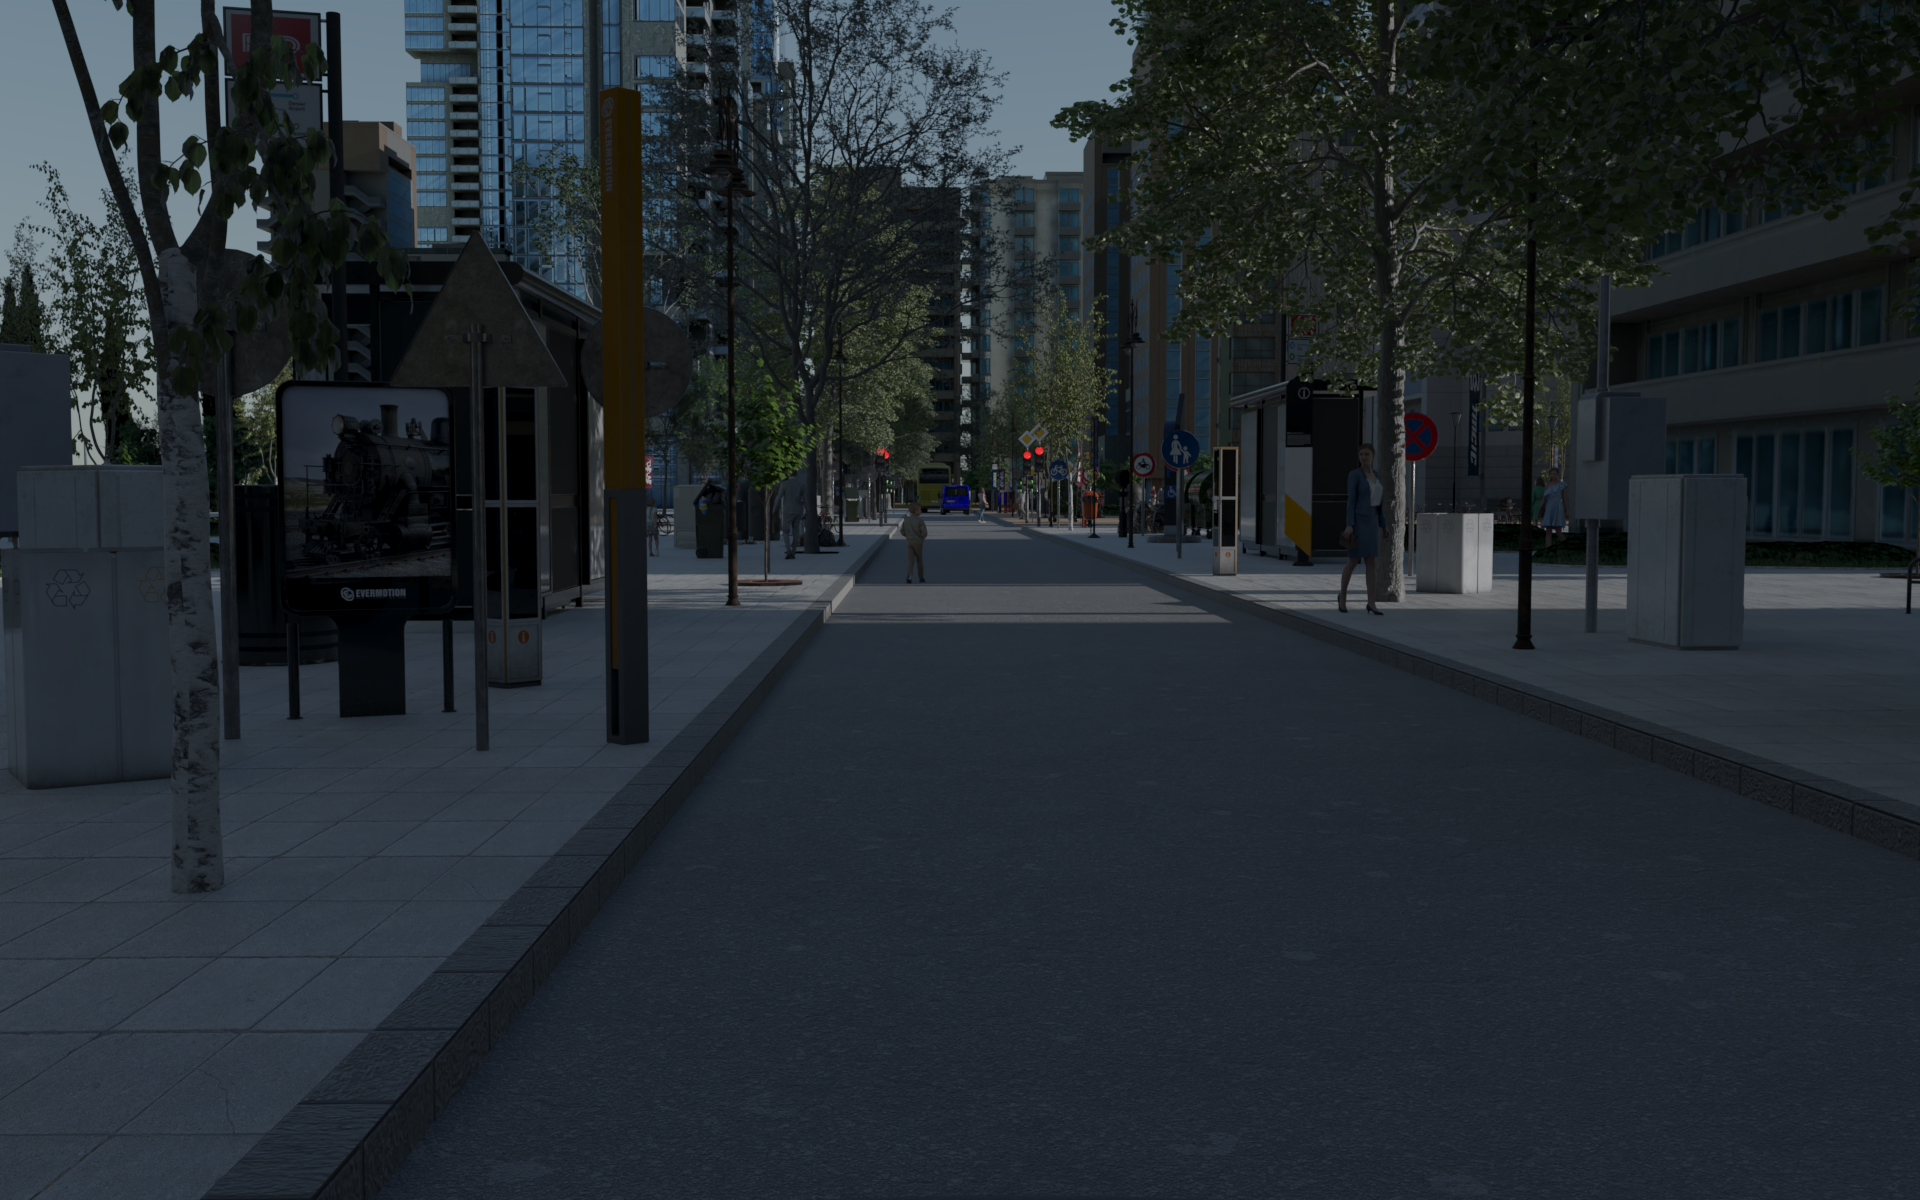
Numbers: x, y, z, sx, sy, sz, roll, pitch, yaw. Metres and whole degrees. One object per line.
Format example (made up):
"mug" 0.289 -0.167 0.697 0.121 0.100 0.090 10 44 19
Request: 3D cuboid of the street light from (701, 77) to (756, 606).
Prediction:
"street light" -2.616 -2.875 19.787 0.468 5.910 1.993 0 4 -1

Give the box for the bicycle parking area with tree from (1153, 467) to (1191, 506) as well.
"bicycle parking area with tree" 15.287 -7.374 107.570 9.016 4.147 8.231 3 5 39

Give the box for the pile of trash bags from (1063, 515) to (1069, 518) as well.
"pile of trash bags" 6.857 -5.023 91.882 1.912 1.369 3.447 2 4 27

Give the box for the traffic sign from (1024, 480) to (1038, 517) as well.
"traffic sign" 3.985 -5.897 96.423 0.884 2.594 0.081 0 4 3

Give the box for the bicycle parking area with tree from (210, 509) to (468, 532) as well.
"bicycle parking area with tree" -18.171 -3.603 45.908 8.231 4.147 9.016 1 4 14

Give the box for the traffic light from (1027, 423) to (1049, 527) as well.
"traffic light" 3.078 -4.838 68.020 0.839 4.253 0.868 0 4 -1

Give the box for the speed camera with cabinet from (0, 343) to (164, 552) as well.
"speed camera with cabinet" -5.408 -0.982 10.392 2.038 3.252 0.660 3 4 37

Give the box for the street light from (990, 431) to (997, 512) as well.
"street light" 2.374 -9.283 124.558 0.468 5.910 1.993 0 4 -1

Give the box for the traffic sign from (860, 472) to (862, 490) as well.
"traffic sign" -7.053 -9.014 141.255 2.265 3.308 0.079 0 4 0

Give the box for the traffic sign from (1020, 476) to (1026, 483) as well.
"traffic sign" 4.207 -6.799 111.268 0.768 2.556 0.104 0 4 0

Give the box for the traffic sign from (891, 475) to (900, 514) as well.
"traffic sign" -4.294 -6.880 112.591 0.768 2.556 0.104 0 4 4

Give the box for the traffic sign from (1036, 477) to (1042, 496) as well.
"traffic sign" 5.313 -7.314 119.693 0.768 2.556 0.104 0 4 0

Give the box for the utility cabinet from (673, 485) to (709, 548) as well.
"utility cabinet" -6.194 -1.959 40.703 1.173 1.500 0.318 2 4 31

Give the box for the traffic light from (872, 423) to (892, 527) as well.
"traffic light" -3.081 -4.829 67.880 0.839 4.253 0.868 0 4 -1

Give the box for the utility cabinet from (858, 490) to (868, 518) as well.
"utility cabinet" -5.565 -5.187 93.484 1.173 1.500 0.318 1 4 20

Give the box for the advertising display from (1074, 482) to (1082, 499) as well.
"advertising display" 6.106 -5.427 93.951 0.974 1.923 0.123 1 4 11

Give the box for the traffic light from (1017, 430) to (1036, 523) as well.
"traffic light" 2.916 -5.326 76.004 0.839 4.253 0.868 0 4 -1

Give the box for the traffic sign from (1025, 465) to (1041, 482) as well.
"traffic sign" 3.348 -4.880 79.526 0.795 2.593 0.064 0 4 3

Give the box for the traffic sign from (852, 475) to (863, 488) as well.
"traffic sign" -6.722 -6.939 113.566 0.768 2.556 0.104 0 4 6

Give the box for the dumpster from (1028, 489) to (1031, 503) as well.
"dumpster" 5.277 -8.387 142.894 1.264 1.857 1.865 0 4 -1

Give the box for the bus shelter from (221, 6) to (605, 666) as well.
"bus shelter" -5.024 -2.413 17.089 2.179 5.291 8.768 0 4 -1

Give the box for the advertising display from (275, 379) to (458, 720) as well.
"advertising display" -3.407 -0.292 9.985 0.974 1.923 0.123 -1 4 -22

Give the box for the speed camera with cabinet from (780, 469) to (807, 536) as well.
"speed camera with cabinet" -5.133 -3.579 52.858 0.660 3.252 2.038 -1 4 -15

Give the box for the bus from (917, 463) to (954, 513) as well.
"bus" -1.943 -8.813 135.644 2.896 3.916 12.252 0 3 0

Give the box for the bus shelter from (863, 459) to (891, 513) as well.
"bus shelter" -5.669 -7.808 118.943 1.731 3.624 6.357 0 4 -1

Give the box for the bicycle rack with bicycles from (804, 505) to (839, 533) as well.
"bicycle rack with bicycles" -4.897 -2.612 56.087 2.852 0.926 2.925 3 5 42

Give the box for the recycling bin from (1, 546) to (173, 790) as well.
"recycling bin" -3.940 0.281 7.956 0.722 1.027 0.722 -3 4 -36

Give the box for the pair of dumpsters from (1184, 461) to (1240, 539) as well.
"pair of dumpsters" 7.429 -2.967 51.002 1.574 2.255 4.437 0 4 -1

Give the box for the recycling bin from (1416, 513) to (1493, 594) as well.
"recycling bin" 6.459 -0.616 22.628 0.722 1.027 0.722 -3 4 -38

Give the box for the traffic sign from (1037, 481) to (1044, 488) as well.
"traffic sign" 6.099 -7.940 131.945 0.606 2.300 0.079 0 4 8

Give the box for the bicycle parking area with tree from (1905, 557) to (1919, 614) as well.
"bicycle parking area with tree" 14.787 -1.874 17.645 8.231 4.147 9.016 -1 4 -20

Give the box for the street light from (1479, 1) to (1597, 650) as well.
"street light" 4.675 -2.532 14.184 0.468 5.910 1.993 0 4 -1

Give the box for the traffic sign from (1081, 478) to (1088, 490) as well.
"traffic sign" 7.676 -6.363 104.138 0.768 2.556 0.104 0 4 5

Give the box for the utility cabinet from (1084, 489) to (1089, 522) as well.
"utility cabinet" 5.885 -4.348 79.760 0.318 1.500 1.173 0 4 6

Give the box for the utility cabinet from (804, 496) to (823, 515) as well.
"utility cabinet" -6.499 -3.946 75.676 0.306 1.237 1.020 -3 5 -41

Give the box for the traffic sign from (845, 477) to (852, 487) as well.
"traffic sign" -8.553 -8.095 132.459 0.768 2.556 0.104 0 4 7

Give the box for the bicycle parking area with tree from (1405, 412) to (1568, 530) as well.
"bicycle parking area with tree" 19.628 -4.597 62.164 8.231 4.147 9.016 -1 4 -19

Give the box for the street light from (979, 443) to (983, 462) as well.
"street light" 1.873 -10.887 150.793 0.468 5.910 1.993 0 4 -1

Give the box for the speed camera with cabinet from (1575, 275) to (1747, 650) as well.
"speed camera with cabinet" 6.090 -1.271 15.121 0.660 3.252 2.038 0 4 -5

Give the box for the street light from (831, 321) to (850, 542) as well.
"street light" -3.180 -4.485 46.112 0.468 5.910 1.993 0 4 -1

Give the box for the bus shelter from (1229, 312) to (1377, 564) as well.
"bus shelter" 6.925 -3.559 35.826 2.179 5.291 8.768 0 4 -1

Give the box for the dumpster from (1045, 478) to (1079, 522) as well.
"dumpster" 4.680 -4.682 79.041 1.502 2.255 1.985 0 4 -1

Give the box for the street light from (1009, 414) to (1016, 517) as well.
"street light" 2.994 -7.678 98.326 0.468 5.910 1.993 0 4 -1

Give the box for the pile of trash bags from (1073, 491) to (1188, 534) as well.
"pile of trash bags" 5.612 -2.848 56.319 3.447 1.369 1.912 0 4 -5

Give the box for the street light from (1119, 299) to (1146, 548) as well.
"street light" 4.077 -4.181 41.148 0.468 5.910 1.993 0 4 -1

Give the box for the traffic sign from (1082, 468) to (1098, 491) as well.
"traffic sign" 5.841 -4.747 77.724 0.768 2.556 0.104 0 4 6

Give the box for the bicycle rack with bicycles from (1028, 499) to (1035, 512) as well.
"bicycle rack with bicycles" 5.105 -7.383 134.091 2.852 0.926 2.925 0 4 2

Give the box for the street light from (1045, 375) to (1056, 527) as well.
"street light" 3.559 -5.795 67.533 0.468 5.910 1.993 0 4 -1

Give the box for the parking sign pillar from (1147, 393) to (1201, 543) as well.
"parking sign pillar" 5.676 -3.508 45.835 1.447 3.967 1.447 1 4 12

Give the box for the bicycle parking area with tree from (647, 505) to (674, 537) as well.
"bicycle parking area with tree" -12.674 -4.111 54.210 9.016 4.147 8.231 1 4 15

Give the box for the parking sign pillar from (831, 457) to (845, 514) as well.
"parking sign pillar" -8.021 -7.533 111.633 1.447 3.967 1.447 -3 5 -43
